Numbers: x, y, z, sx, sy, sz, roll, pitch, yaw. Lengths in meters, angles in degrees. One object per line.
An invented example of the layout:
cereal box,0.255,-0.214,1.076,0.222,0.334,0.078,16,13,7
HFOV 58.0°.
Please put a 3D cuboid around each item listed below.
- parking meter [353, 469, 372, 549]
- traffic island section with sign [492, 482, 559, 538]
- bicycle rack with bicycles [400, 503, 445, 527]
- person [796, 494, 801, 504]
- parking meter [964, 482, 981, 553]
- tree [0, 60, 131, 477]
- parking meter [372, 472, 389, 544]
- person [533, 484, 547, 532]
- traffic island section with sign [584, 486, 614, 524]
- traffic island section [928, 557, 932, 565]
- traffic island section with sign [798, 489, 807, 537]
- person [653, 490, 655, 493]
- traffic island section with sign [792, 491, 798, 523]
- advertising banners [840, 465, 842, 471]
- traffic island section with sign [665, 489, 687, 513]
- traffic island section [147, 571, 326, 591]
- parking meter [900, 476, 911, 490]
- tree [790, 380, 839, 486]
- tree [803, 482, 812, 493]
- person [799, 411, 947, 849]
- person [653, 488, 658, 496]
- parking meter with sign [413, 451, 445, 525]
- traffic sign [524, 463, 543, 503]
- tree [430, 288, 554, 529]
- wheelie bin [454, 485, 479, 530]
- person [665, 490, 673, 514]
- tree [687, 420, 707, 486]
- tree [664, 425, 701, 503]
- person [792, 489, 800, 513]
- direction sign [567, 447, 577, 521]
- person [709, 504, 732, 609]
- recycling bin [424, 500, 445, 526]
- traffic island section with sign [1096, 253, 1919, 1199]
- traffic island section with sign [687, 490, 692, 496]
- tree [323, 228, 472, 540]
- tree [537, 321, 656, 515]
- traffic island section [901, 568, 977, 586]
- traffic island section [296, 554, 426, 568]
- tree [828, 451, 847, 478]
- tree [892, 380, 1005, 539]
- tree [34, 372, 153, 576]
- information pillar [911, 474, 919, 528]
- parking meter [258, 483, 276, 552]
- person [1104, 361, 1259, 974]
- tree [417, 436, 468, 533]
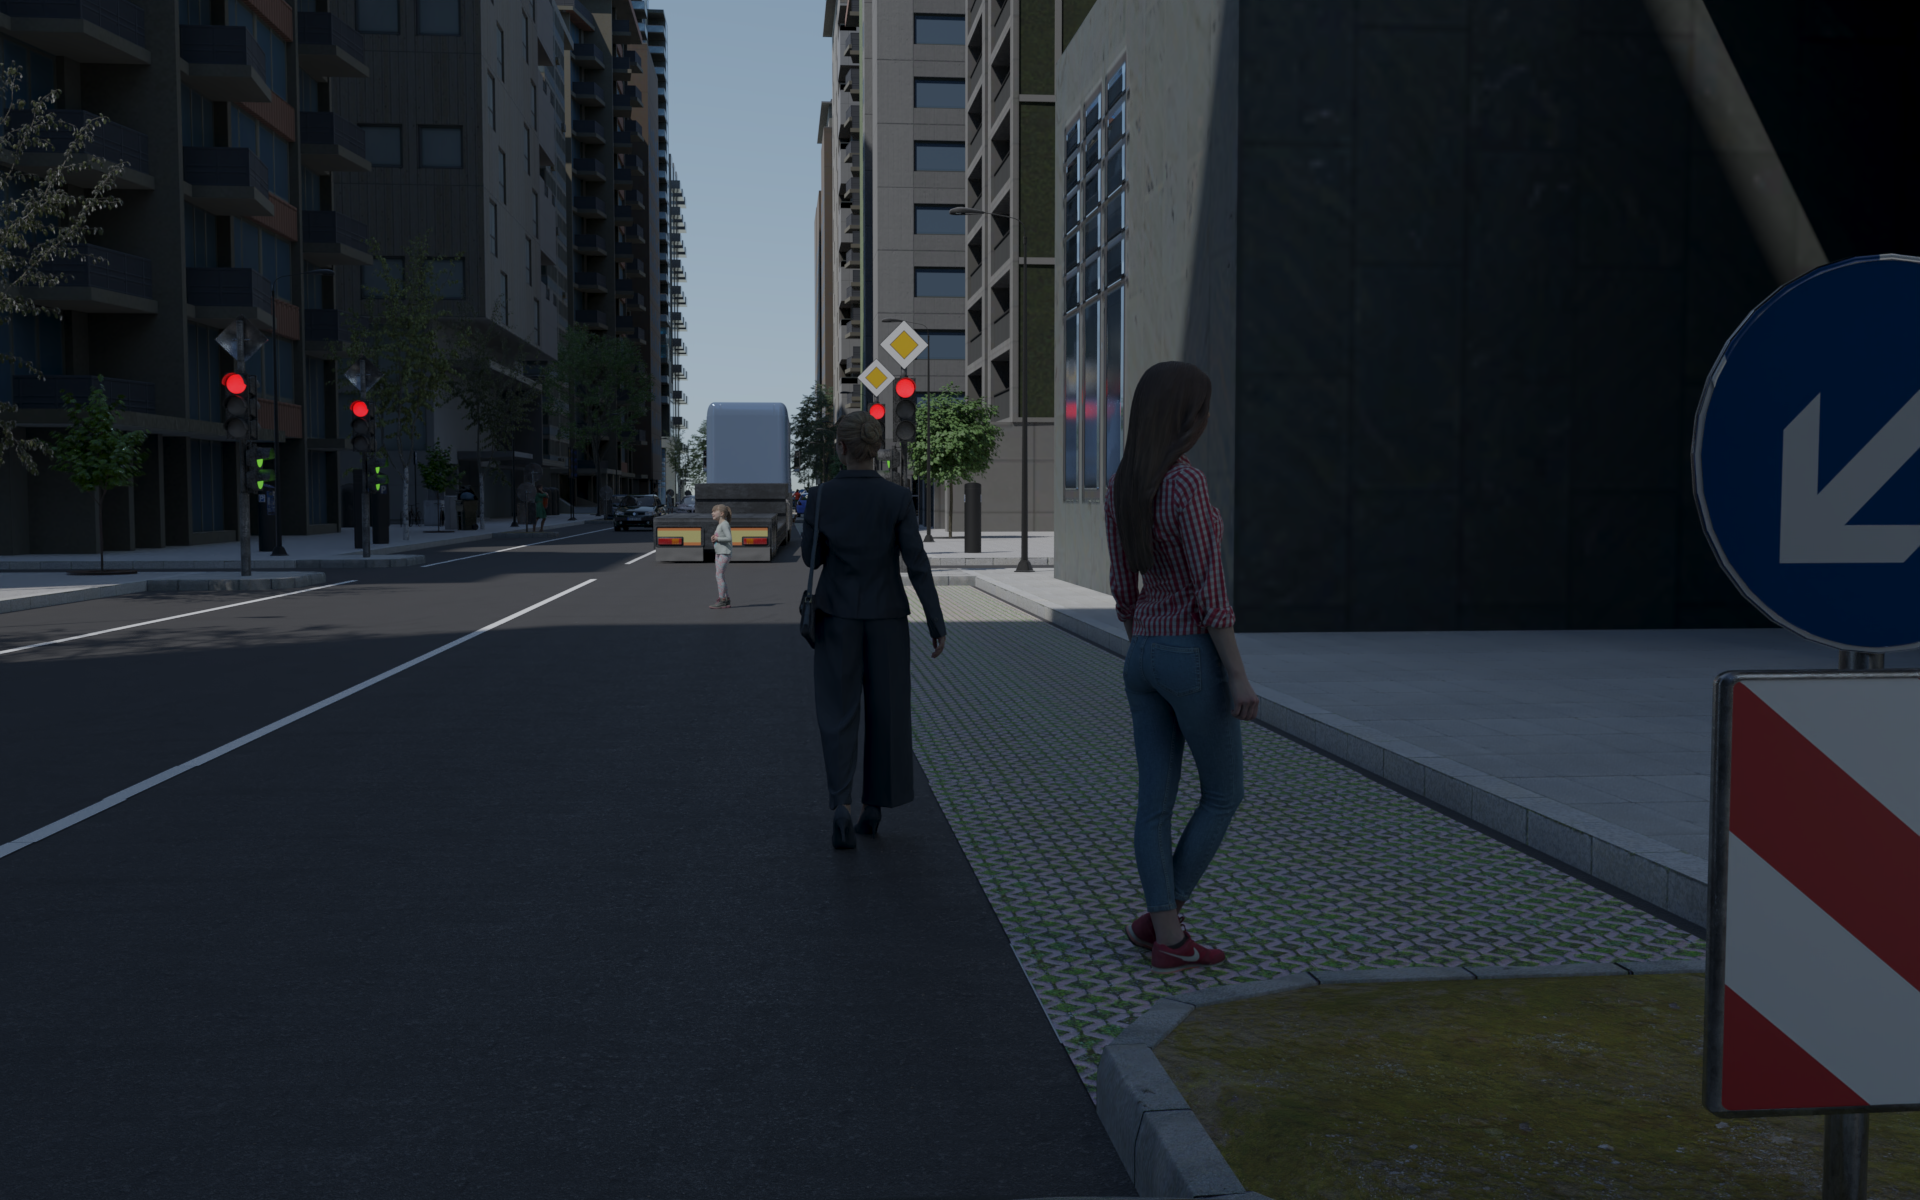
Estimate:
parking meter,-14.092,-2.142,40.735,0.255,1.863,0.399,0,4,-6
traffic island section with sign,-14.410,-2.995,57.591,1.989,1.847,2.006,0,4,-6
bicycle rack with bicycles,-20.673,-3.335,67.906,2.852,0.926,2.925,0,4,-6
person,-11.349,-6.814,123.162,0.557,1.426,1.065,1,4,18
parking meter,0.279,-1.790,37.684,0.372,1.533,0.369,0,3,0
tree,-13.187,-4.380,21.978,4.360,8.622,3.978,0,3,0
parking meter,-14.898,-2.374,44.524,0.255,1.863,0.399,2,4,27
person,-15.049,-3.251,61.900,0.529,1.795,0.600,-1,4,-21
traffic island section with sign,-17.212,-4.634,84.400,1.989,1.847,2.006,0,4,-6
traffic island section,-1.715,-0.851,36.193,2.009,0.180,2.903,0,4,-6
traffic island section with sign,-4.370,-3.041,58.349,1.989,1.847,2.006,0,4,-6
person,-22.060,-7.130,125.795,0.721,1.735,1.217,0,4,3
traffic island section with sign,-7.205,-4.701,85.484,1.989,1.847,2.006,0,4,-6
advertising banners,-6.949,-6.551,103.302,0.090,3.025,2.074,1,4,9
traffic island section with sign,-22.465,-7.707,134.640,1.989,1.847,2.006,0,4,-6
traffic island section,-11.220,-0.300,27.179,2.009,0.180,2.903,0,4,-6
parking meter,-1.844,-3.170,57.546,0.255,1.863,0.399,3,4,39
tree,-15.093,-17.645,195.150,9.857,13.997,8.962,0,3,0
tree,-20.451,-14.618,233.606,1.663,3.219,1.824,0,3,0
person,-0.377,0.110,7.125,0.576,1.772,0.534,-1,4,-21
person,-18.419,-5.764,102.960,1.509,1.804,0.699,-3,5,-40
parking meter with sign,-21.428,-4.566,70.914,1.738,3.016,0.543,-1,4,-13
traffic sign,-17.511,-4.343,71.106,0.768,2.556,0.104,0,4,-5
tree,-17.096,-6.865,62.603,4.360,8.622,3.978,0,3,0
wheelie bin,-17.487,-3.271,61.396,0.693,1.594,0.980,-3,5,-44
person,-17.868,-5.935,106.548,0.522,1.701,0.512,0,4,7
tree,-37.639,-21.046,262.229,7.486,12.596,7.792,0,3,0
tree,-29.912,-14.371,185.333,4.737,8.622,4.395,0,3,0
person,-12.369,-7.558,132.030,1.348,1.831,0.705,1,4,14
direction sign,-19.245,-5.758,86.141,0.379,3.537,0.876,1,4,13
person,-3.008,-0.549,21.761,0.394,1.301,0.425,-3,5,-41
recycling bin,-21.203,-3.512,69.972,0.722,1.027,0.722,0,4,0
traffic island section with sign,1.349,0.305,3.645,1.989,1.847,2.006,0,4,-6
traffic island section with sign,-25.279,-9.347,161.449,1.989,1.847,2.006,0,4,-6
tree,-15.557,-5.988,48.265,4.737,8.622,4.395,0,3,0
tree,-22.121,-10.983,105.331,9.928,11.665,9.643,0,3,0
traffic island section,-0.884,-0.365,28.251,2.009,0.180,2.903,0,4,-6
traffic island section,-12.051,-0.785,35.121,2.009,0.180,2.903,0,4,-6
tree,-7.056,-7.987,114.298,4.285,4.588,4.351,0,3,0
tree,-0.348,-4.059,50.078,4.285,4.588,4.351,0,3,0
tree,-13.644,-2.017,27.580,1.663,3.219,1.824,0,3,0
information pillar,-1.680,-3.700,64.984,0.304,2.012,0.304,0,4,-1
parking meter,-15.452,-1.848,38.620,0.372,1.533,0.369,0,3,0
person,0.669,0.204,5.168,0.388,1.821,0.555,-3,5,-41
tree,-17.291,-3.866,57.817,1.663,3.219,1.824,0,3,0
